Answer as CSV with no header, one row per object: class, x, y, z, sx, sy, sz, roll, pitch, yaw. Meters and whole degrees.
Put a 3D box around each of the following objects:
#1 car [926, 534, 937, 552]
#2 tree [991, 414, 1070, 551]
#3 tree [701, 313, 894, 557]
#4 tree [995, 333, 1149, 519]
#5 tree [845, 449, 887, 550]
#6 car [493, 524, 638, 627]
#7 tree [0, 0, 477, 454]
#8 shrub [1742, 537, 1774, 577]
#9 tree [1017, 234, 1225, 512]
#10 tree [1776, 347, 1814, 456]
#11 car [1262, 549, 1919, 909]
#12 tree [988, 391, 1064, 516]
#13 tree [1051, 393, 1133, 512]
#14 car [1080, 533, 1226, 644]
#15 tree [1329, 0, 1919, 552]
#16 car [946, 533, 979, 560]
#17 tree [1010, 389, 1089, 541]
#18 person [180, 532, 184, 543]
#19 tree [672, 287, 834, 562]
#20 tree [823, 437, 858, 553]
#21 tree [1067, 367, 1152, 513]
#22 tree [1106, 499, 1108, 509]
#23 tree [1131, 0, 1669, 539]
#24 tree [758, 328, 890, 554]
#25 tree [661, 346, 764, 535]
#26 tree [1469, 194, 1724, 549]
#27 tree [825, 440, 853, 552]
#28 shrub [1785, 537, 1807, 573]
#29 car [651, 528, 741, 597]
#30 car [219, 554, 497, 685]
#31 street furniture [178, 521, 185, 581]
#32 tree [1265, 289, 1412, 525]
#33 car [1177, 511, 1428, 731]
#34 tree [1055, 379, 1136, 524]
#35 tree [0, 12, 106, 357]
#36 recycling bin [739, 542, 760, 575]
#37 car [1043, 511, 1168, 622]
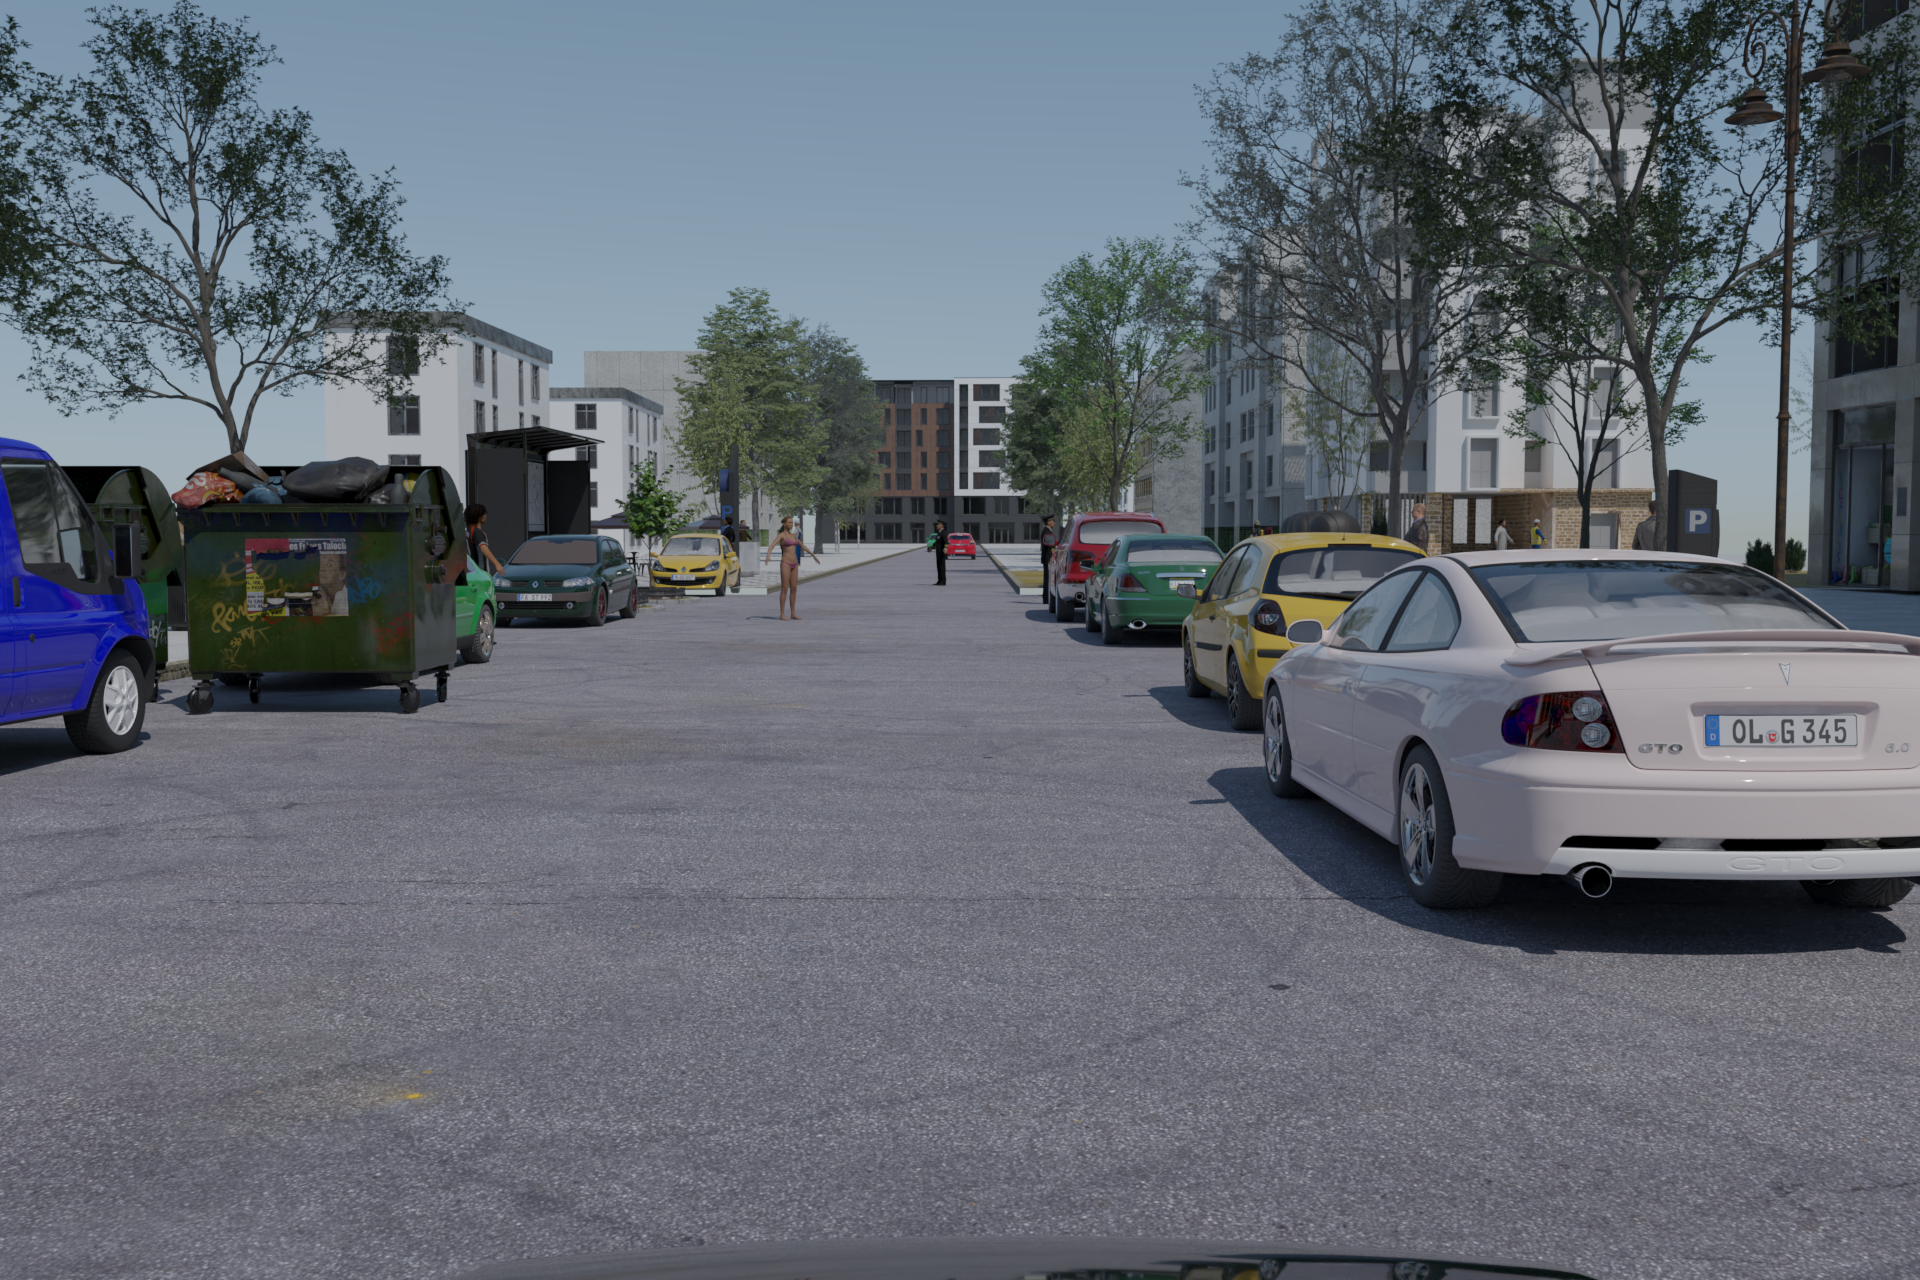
car,-1.748,-8.030,140.089,1.959,1.807,4.718,0,4,0
tree,6.325,-12.421,128.847,9.928,11.665,9.643,0,3,0
tree,-8.756,-11.329,95.600,12.009,13.543,11.850,0,3,0
tree,6.801,-12.138,105.103,9.857,13.997,8.962,0,3,0
tree,-8.623,-11.786,143.070,4.360,8.622,3.978,0,3,0
car,-6.384,-1.119,28.075,2.009,1.686,4.222,0,4,0
tree,-12.288,-5.815,29.488,7.601,10.594,8.767,3,5,43
shrub,20.873,-2.086,45.229,1.383,1.207,1.383,0,3,0
tree,5.465,-8.225,60.231,9.928,11.665,9.643,0,3,0
tree,28.833,-6.414,55.238,4.360,8.622,3.978,0,3,0
car,2.654,0.266,8.013,2.083,1.381,4.827,0,4,-1
tree,7.127,-14.080,140.571,12.009,13.543,11.850,0,3,0
tree,6.553,-8.439,88.339,4.737,8.622,4.395,0,3,0
car,2.762,-0.742,23.937,2.131,1.459,4.920,0,4,0
tree,9.036,-5.355,21.962,8.767,10.594,7.601,1,4,10
car,-0.014,-5.424,97.719,2.155,1.783,4.494,0,4,0
tree,6.958,-11.786,118.457,9.928,11.665,9.643,0,3,0
person,-14.502,-1.547,31.377,1.344,1.819,0.704,-1,4,-12
tree,-9.903,-9.918,80.283,7.486,12.596,7.792,0,3,0
tree,-8.224,-10.336,119.362,4.360,8.622,3.978,0,3,0
tree,6.495,-7.751,77.098,4.737,8.622,4.395,0,3,0
tree,21.366,-17.188,231.385,4.360,8.622,3.978,0,3,0
tree,9.053,-7.670,35.776,12.009,13.543,11.850,0,3,0
tree,-8.961,-12.389,109.207,9.857,13.997,8.962,0,3,0
tree,-9.570,-7.206,68.177,4.737,8.622,4.395,0,3,0
tree,19.174,-7.774,52.858,9.928,11.665,9.643,0,3,0
tree,-9.231,-10.756,126.215,4.737,8.622,4.395,0,3,0
shrub,27.666,-2.843,57.602,1.383,1.207,1.383,0,3,0
car,-6.224,-1.875,40.878,2.015,1.641,3.980,0,3,0
car,-6.144,-0.554,17.859,1.959,1.807,4.718,0,4,0
street furniture,-21.407,-2.596,49.293,9.812,1.723,11.010,0,4,-4
tree,10.649,-6.017,48.739,4.360,8.622,3.978,0,3,0
car,2.832,-0.234,14.050,2.015,1.641,3.980,0,4,0
tree,6.304,-8.102,82.835,4.737,8.622,4.395,0,3,0
tree,-12.477,-5.076,17.413,7.601,10.594,8.767,0,3,0
recycling bin,-6.731,-2.581,54.754,0.722,1.027,0.722,0,4,2
car,2.597,-1.295,29.844,2.281,1.827,5.304,0,4,1
